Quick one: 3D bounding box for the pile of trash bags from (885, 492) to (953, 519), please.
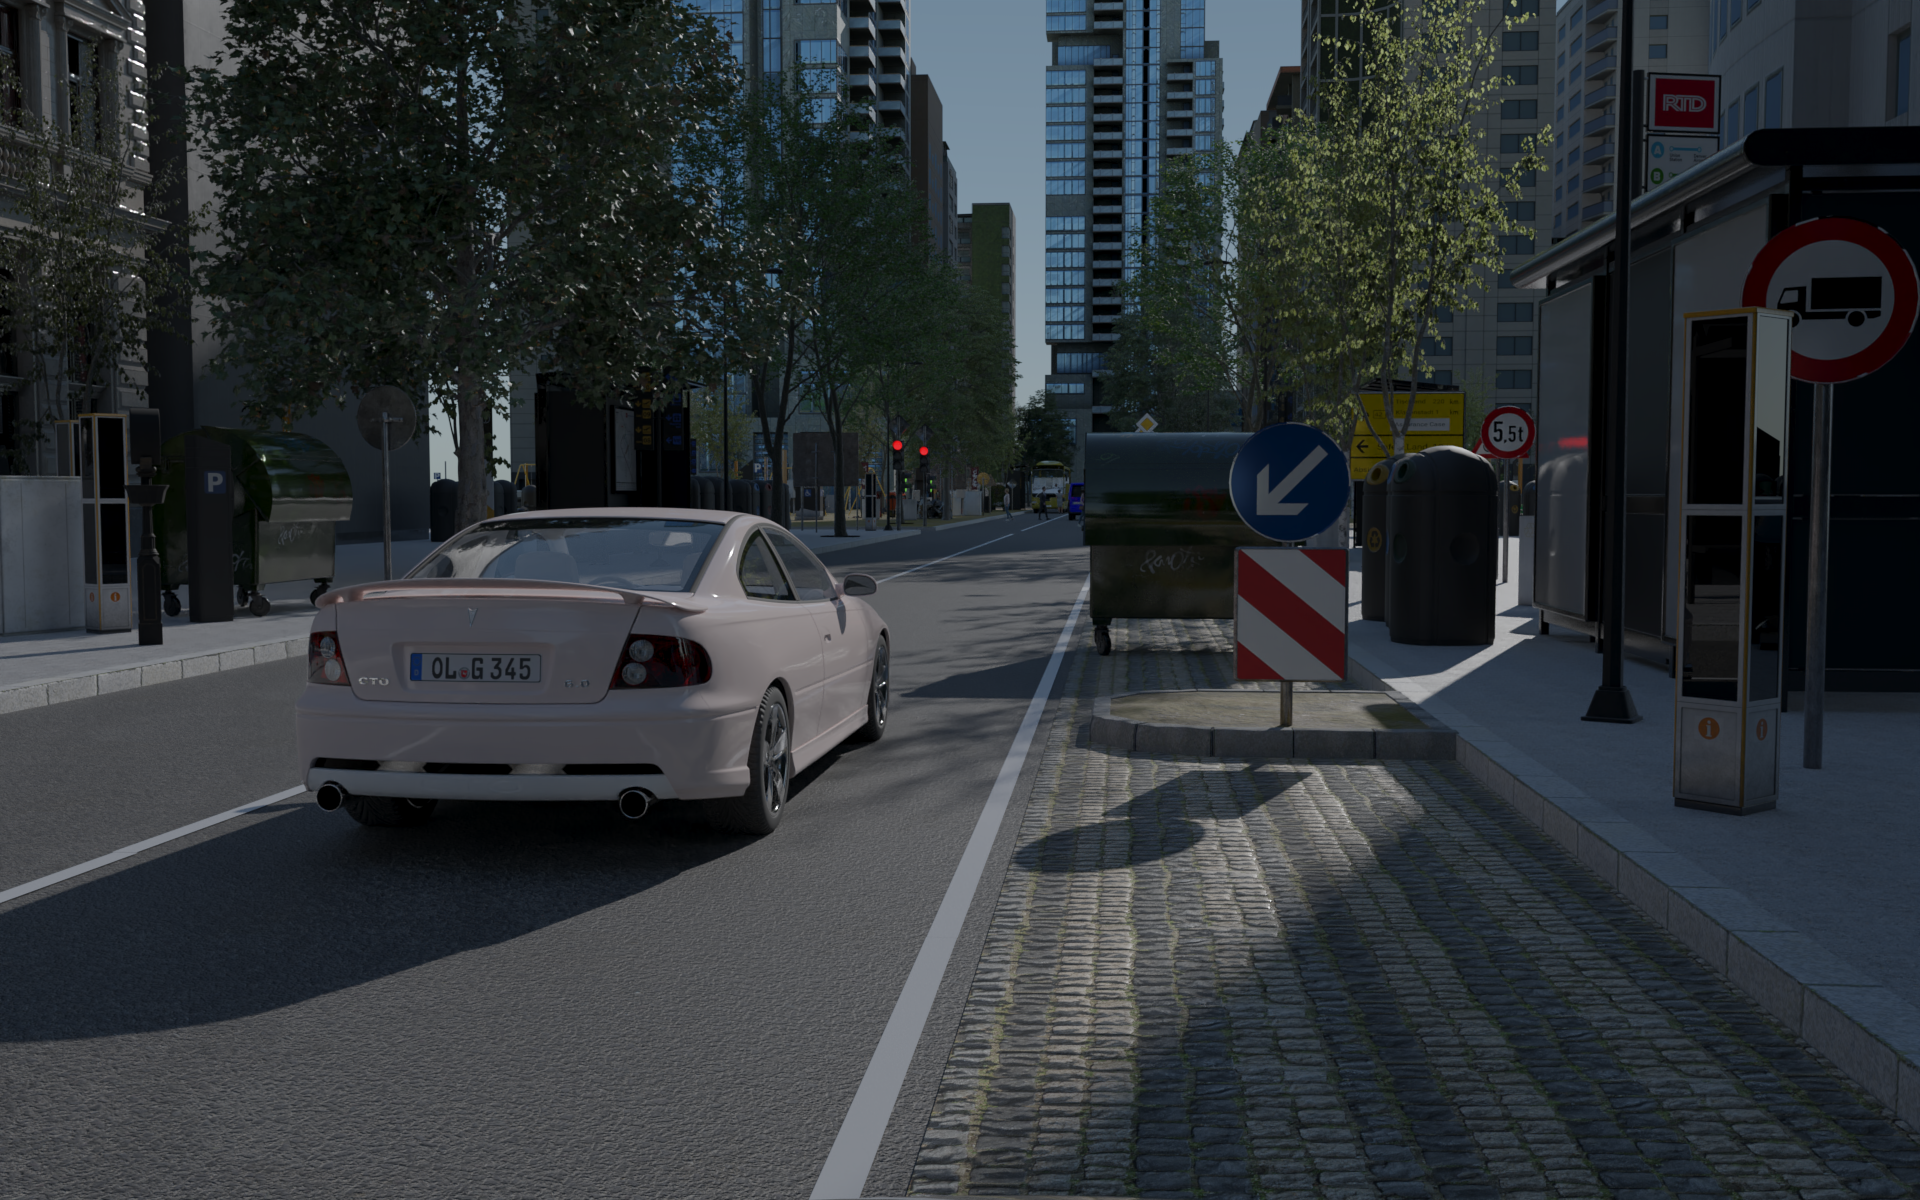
[{"bbox_3d":[-2.175,-4.878,89.501,3.447,1.369,1.912,-1,4,-16],"label":"pile of trash bags"}]

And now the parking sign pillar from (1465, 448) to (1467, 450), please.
[{"bbox_3d":[30.422,-7.034,103.472,1.447,3.967,1.447,3,5,39],"label":"parking sign pillar"}]

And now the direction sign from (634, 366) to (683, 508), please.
[{"bbox_3d":[-5.332,-2.366,30.673,0.876,3.537,0.379,0,4,3],"label":"direction sign"}]

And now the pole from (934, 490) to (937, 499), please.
[{"bbox_3d":[-1.592,-7.236,112.146,0.158,3.312,0.155,0,3,0],"label":"pole"}]

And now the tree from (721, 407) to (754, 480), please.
[{"bbox_3d":[-18.333,-11.517,138.670,4.360,8.622,3.978,0,3,0],"label":"tree"}]

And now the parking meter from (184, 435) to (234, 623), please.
[{"bbox_3d":[-7.520,-0.714,17.382,0.255,1.863,0.399,3,4,37],"label":"parking meter"}]

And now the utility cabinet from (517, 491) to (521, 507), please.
[{"bbox_3d":[-28.983,-6.384,113.054,1.173,1.500,0.318,2,4,29],"label":"utility cabinet"}]

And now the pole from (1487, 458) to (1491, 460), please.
[{"bbox_3d":[27.369,-5.865,89.732,0.158,3.312,0.155,0,3,0],"label":"pole"}]

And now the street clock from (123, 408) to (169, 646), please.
[{"bbox_3d":[-6.908,-0.621,14.724,0.358,2.002,0.471,-2,4,-26],"label":"street clock"}]

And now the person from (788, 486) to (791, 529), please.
[{"bbox_3d":[-6.603,-3.457,65.205,0.511,1.800,0.466,3,4,36],"label":"person"}]

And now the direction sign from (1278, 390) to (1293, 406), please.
[{"bbox_3d":[7.102,-2.807,37.886,0.379,3.537,0.876,2,4,30],"label":"direction sign"}]

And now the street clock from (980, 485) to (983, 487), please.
[{"bbox_3d":[1.767,-8.131,137.518,0.358,2.002,0.471,-1,4,-8],"label":"street clock"}]

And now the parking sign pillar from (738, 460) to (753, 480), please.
[{"bbox_3d":[-16.746,-8.946,134.734,1.447,3.967,1.447,-3,4,-39],"label":"parking sign pillar"}]

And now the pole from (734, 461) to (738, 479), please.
[{"bbox_3d":[-13.796,-6.906,106.763,0.158,3.312,0.155,0,3,0],"label":"pole"}]

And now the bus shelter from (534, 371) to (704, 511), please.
[{"bbox_3d":[-6.573,-2.629,34.274,1.731,3.624,6.357,0,4,6],"label":"bus shelter"}]

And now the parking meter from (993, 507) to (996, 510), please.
[{"bbox_3d":[2.680,-7.962,138.585,0.372,1.533,0.369,0,3,0],"label":"parking meter"}]

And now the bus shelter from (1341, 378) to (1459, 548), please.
[{"bbox_3d":[9.532,-2.854,37.952,1.731,3.624,6.357,0,4,6],"label":"bus shelter"}]

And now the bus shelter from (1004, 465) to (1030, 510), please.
[{"bbox_3d":[4.648,-9.150,140.879,1.731,3.624,6.357,0,4,5],"label":"bus shelter"}]

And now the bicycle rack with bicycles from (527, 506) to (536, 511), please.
[{"bbox_3d":[-13.551,-2.465,53.689,2.852,0.926,2.925,0,4,-3],"label":"bicycle rack with bicycles"}]

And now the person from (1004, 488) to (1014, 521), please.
[{"bbox_3d":[2.593,-5.059,91.886,0.598,1.740,0.731,-1,4,-17],"label":"person"}]

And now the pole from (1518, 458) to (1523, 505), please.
[{"bbox_3d":[28.106,-5.693,86.931,0.158,3.312,0.155,0,3,0],"label":"pole"}]

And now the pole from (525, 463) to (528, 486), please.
[{"bbox_3d":[-28.612,-7.373,114.398,0.158,3.312,0.155,0,3,0],"label":"pole"}]

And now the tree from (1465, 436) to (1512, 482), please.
[{"bbox_3d":[16.522,-3.719,55.415,1.663,3.219,1.824,0,3,0],"label":"tree"}]

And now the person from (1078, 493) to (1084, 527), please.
[{"bbox_3d":[5.416,-4.049,75.299,0.593,1.750,0.643,-2,4,-26],"label":"person"}]

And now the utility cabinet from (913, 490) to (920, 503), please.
[{"bbox_3d":[-2.449,-5.394,96.864,0.318,1.500,1.173,0,4,-7],"label":"utility cabinet"}]

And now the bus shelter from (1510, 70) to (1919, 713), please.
[{"bbox_3d":[5.961,-2.236,14.189,2.179,5.291,8.768,0,4,5],"label":"bus shelter"}]

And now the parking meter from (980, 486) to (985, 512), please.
[{"bbox_3d":[1.576,-7.160,122.769,0.399,1.863,0.255,3,5,42],"label":"parking meter"}]

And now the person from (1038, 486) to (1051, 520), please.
[{"bbox_3d":[4.636,-5.321,95.269,0.755,1.850,0.659,3,4,37],"label":"person"}]

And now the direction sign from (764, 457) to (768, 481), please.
[{"bbox_3d":[-11.846,-6.959,105.774,0.379,3.537,0.876,1,4,8],"label":"direction sign"}]

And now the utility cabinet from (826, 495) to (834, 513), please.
[{"bbox_3d":[-8.665,-6.529,117.909,1.020,1.237,0.306,2,4,35],"label":"utility cabinet"}]

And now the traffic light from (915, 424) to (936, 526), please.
[{"bbox_3d":[-1.378,-4.877,68.661,0.839,4.253,0.868,0,4,5],"label":"traffic light"}]

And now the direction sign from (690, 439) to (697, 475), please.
[{"bbox_3d":[-11.179,-4.808,70.608,0.876,3.537,0.379,-1,4,-11],"label":"direction sign"}]

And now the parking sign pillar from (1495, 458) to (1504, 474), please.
[{"bbox_3d":[24.323,-5.475,77.986,1.447,3.967,1.447,1,4,14],"label":"parking sign pillar"}]

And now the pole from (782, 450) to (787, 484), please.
[{"bbox_3d":[-8.103,-5.272,80.039,0.158,3.312,0.155,0,3,0],"label":"pole"}]

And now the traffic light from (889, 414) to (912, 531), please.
[{"bbox_3d":[-2.131,-4.391,60.712,0.839,4.253,0.868,0,4,5],"label":"traffic light"}]

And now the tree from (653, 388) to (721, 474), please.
[{"bbox_3d":[-17.202,-9.582,107.033,4.360,8.622,3.978,0,3,0],"label":"tree"}]

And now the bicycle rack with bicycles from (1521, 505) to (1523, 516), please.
[{"bbox_3d":[18.377,-2.774,58.736,2.852,0.926,2.925,3,5,39],"label":"bicycle rack with bicycles"}]

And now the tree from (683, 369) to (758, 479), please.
[{"bbox_3d":[-12.754,-8.672,92.145,4.737,8.622,4.395,0,3,0],"label":"tree"}]

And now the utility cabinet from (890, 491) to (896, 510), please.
[{"bbox_3d":[-4.340,-6.489,114.771,0.318,1.500,1.173,-2,4,-25],"label":"utility cabinet"}]

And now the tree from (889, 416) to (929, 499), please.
[{"bbox_3d":[-3.959,-11.622,140.388,4.737,8.622,4.395,0,3,0],"label":"tree"}]

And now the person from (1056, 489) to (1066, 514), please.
[{"bbox_3d":[7.298,-7.103,124.990,0.716,1.782,0.532,0,4,8],"label":"person"}]

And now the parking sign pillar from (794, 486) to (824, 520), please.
[{"bbox_3d":[-7.399,-5.897,84.886,1.447,3.967,1.447,1,4,15],"label":"parking sign pillar"}]

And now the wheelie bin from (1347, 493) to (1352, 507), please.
[{"bbox_3d":[12.833,-3.102,58.619,0.980,1.594,0.693,-2,4,-33],"label":"wheelie bin"}]

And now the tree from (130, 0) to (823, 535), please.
[{"bbox_3d":[-7.141,-6.614,25.145,9.611,12.733,9.660,0,3,0],"label":"tree"}]

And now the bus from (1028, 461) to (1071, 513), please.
[{"bbox_3d":[6.986,-8.613,132.365,2.896,3.916,12.252,0,4,6],"label":"bus"}]

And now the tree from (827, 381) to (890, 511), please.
[{"bbox_3d":[-6.274,-9.836,111.186,4.360,8.622,3.978,0,3,0],"label":"tree"}]

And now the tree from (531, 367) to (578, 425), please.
[{"bbox_3d":[-21.042,-8.837,94.842,4.360,8.622,3.978,0,3,0],"label":"tree"}]

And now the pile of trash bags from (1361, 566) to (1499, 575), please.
[{"bbox_3d":[8.115,-1.178,29.005,1.912,1.369,3.447,0,4,-7],"label":"pile of trash bags"}]
